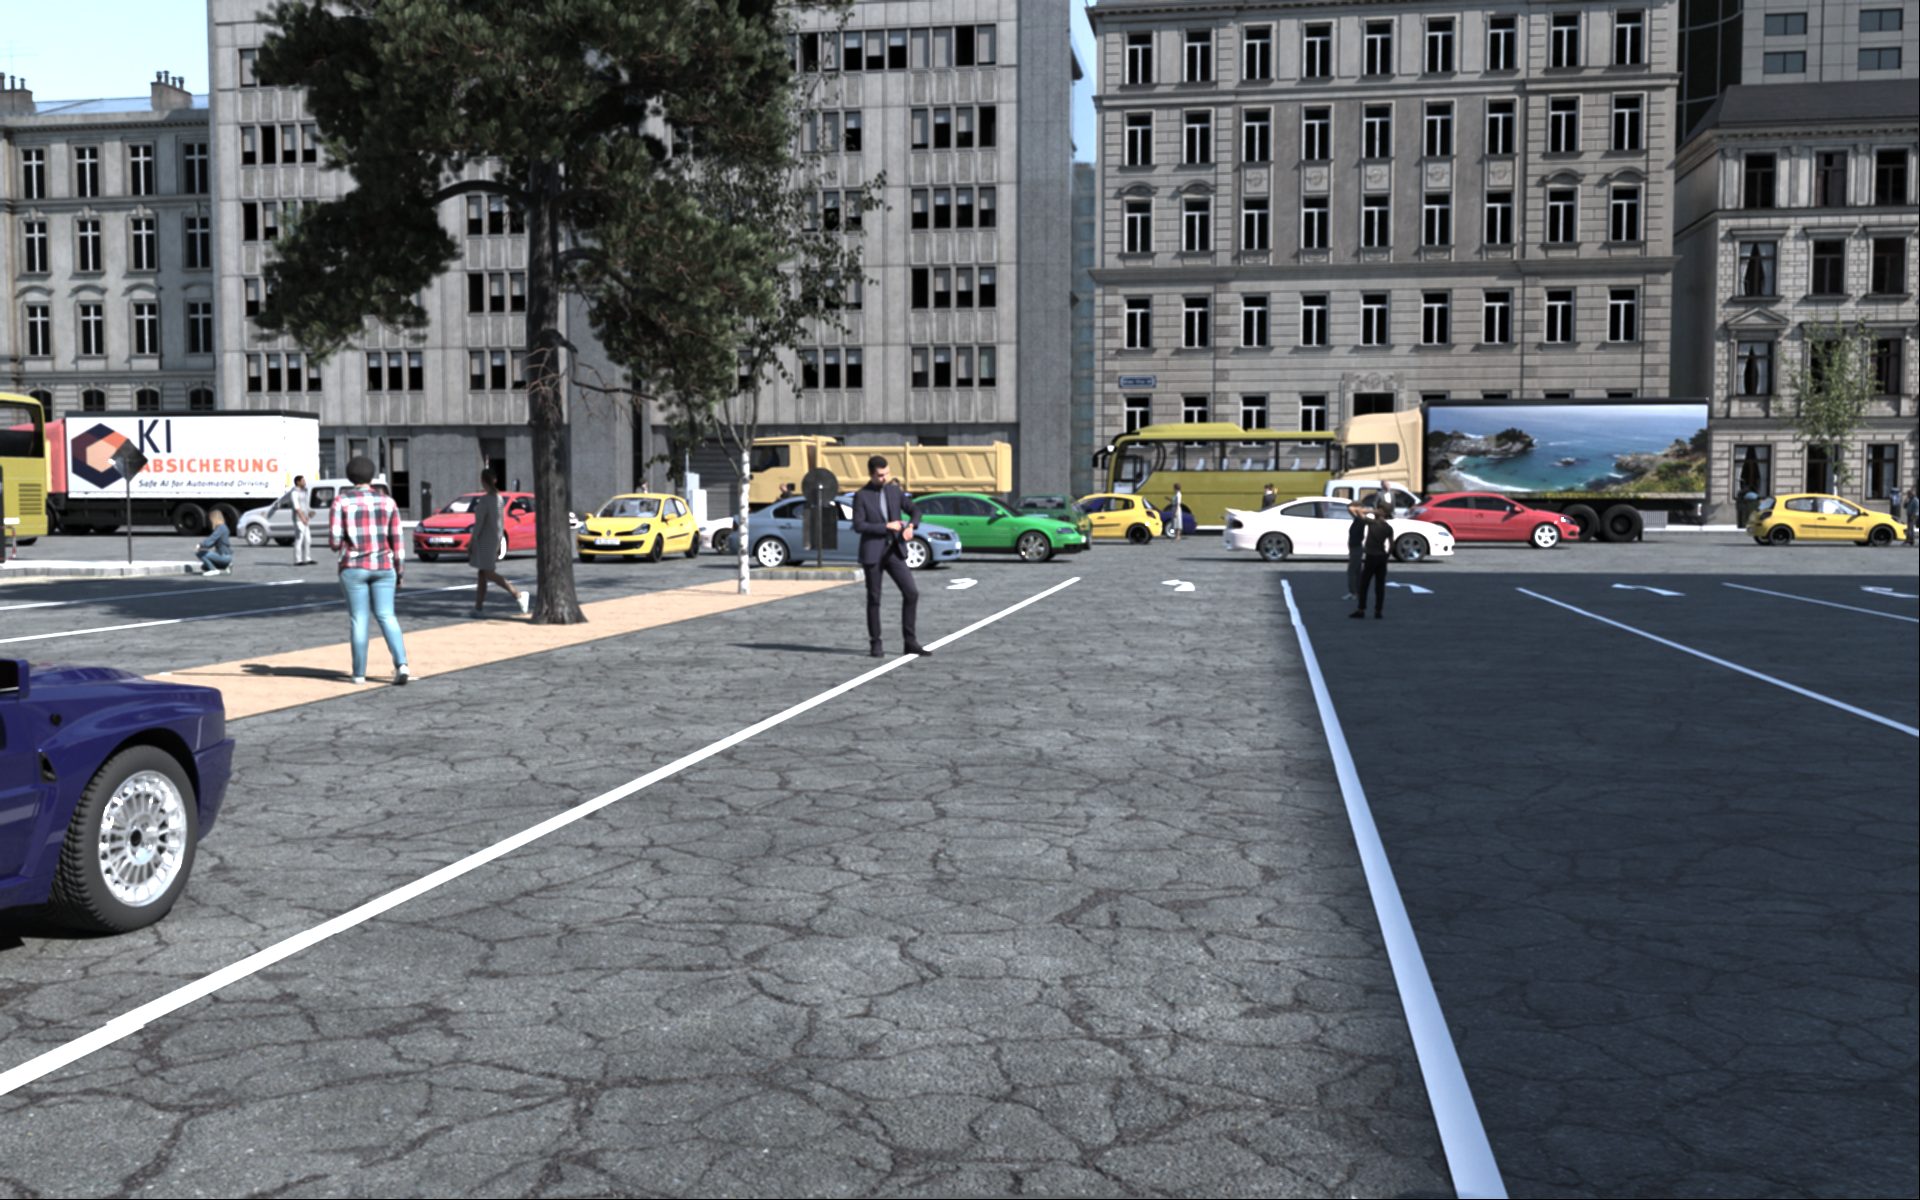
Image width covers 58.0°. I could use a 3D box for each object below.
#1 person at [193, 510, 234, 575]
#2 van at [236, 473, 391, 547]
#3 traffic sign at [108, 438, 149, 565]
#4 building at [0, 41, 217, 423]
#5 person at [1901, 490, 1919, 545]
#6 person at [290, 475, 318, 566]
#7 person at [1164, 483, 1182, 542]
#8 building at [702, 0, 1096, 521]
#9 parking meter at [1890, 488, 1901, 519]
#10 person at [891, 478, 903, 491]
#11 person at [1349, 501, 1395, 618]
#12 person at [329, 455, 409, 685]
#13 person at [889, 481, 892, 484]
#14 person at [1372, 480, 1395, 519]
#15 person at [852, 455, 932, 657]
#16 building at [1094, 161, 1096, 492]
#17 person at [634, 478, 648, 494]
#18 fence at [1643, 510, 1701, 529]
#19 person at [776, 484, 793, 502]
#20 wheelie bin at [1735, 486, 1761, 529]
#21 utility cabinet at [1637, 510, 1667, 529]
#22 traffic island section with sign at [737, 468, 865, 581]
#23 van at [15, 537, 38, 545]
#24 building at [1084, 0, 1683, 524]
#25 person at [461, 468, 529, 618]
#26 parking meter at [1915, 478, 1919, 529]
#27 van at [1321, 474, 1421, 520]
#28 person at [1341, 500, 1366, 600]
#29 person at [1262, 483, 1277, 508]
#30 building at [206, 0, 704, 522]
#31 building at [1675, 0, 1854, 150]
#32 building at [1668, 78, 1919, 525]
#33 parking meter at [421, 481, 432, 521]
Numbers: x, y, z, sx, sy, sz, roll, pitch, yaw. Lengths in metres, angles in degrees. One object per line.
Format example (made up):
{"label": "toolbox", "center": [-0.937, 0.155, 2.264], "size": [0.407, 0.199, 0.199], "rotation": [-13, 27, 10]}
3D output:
{"label": "person", "center": [-13.246, -1.013, 30.561], "size": [0.738, 1.151, 1.012], "rotation": [-1, 4, -8]}
{"label": "van", "center": [-17.637, -2.466, 47.327], "size": [4.112, 2.044, 2.013], "rotation": [1, 4, 9]}
{"label": "traffic sign", "center": [-15.032, -1.693, 31.320], "size": [0.795, 2.450, 0.064], "rotation": [1, 4, 10]}
{"label": "building", "center": [-51.254, -16.748, 92.921], "size": [34.723, 24.649, 14.460], "rotation": [1, 4, 10]}
{"label": "person", "center": [26.532, -2.299, 48.308], "size": [0.429, 1.552, 0.499], "rotation": [2, 4, 33]}
{"label": "person", "center": [-13.104, -1.587, 34.588], "size": [0.789, 1.805, 0.875], "rotation": [0, 4, 2]}
{"label": "person", "center": [6.428, -2.633, 52.112], "size": [0.524, 1.755, 0.480], "rotation": [0, 4, -2]}
{"label": "building", "center": [-3.940, -16.272, 84.064], "size": [19.932, 24.808, 12.078], "rotation": [1, 4, 10]}
{"label": "parking meter", "center": [37.394, -3.720, 69.228], "size": [0.372, 1.533, 0.369], "rotation": [0, 3, 0]}
{"label": "person", "center": [-1.496, -2.174, 43.887], "size": [0.795, 1.843, 0.661], "rotation": [-1, 4, -9]}
{"label": "person", "center": [4.766, -0.466, 20.030], "size": [0.435, 1.345, 0.340], "rotation": [-1, 4, -14]}
{"label": "person", "center": [-4.443, -0.224, 13.004], "size": [0.563, 1.720, 0.643], "rotation": [-2, 4, -35]}
{"label": "person", "center": [-2.119, -2.823, 54.518], "size": [0.709, 1.838, 0.599], "rotation": [-3, 4, -39]}
{"label": "person", "center": [10.226, -1.992, 41.473], "size": [0.661, 1.777, 0.834], "rotation": [-2, 4, -29]}
{"label": "person", "center": [-0.582, -0.383, 15.206], "size": [0.683, 1.767, 0.568], "rotation": [-2, 4, -30]}
{"label": "building", "center": [31.535, -38.200, 244.169], "size": [30.456, 49.044, 23.786], "rotation": [1, 4, 10]}
{"label": "person", "center": [-8.094, -2.201, 44.296], "size": [0.447, 1.846, 0.655], "rotation": [-1, 4, -10]}
{"label": "fence", "center": [25.949, -2.921, 63.126], "size": [2.069, 0.683, 0.278], "rotation": [1, 4, 14]}
{"label": "person", "center": [-5.263, -2.617, 51.983], "size": [0.565, 1.739, 0.600], "rotation": [2, 4, 24]}
{"label": "wheelie bin", "center": [29.157, -3.436, 64.091], "size": [0.693, 1.594, 0.980], "rotation": [-1, 4, -20]}
{"label": "utility cabinet", "center": [25.781, -3.262, 64.488], "size": [1.020, 1.237, 0.306], "rotation": [2, 4, 30]}
{"label": "traffic island section with sign", "center": [-2.542, -1.306, 29.486], "size": [2.006, 1.907, 1.989], "rotation": [1, 4, 10]}
{"label": "van", "center": [-28.039, -2.665, 47.953], "size": [5.245, 2.365, 2.240], "rotation": [1, 4, 11]}
{"label": "building", "center": [18.781, -17.271, 79.639], "size": [25.104, 27.353, 12.463], "rotation": [1, 4, 10]}
{"label": "person", "center": [-5.412, -0.663, 20.088], "size": [0.760, 1.731, 0.466], "rotation": [-1, 4, -19]}
{"label": "parking meter", "center": [35.884, -3.599, 64.550], "size": [0.399, 1.863, 0.255], "rotation": [0, 4, -4]}
{"label": "van", "center": [12.457, -2.633, 50.053], "size": [4.112, 2.044, 2.013], "rotation": [1, 4, 9]}
{"label": "person", "center": [5.350, -0.682, 23.560], "size": [0.340, 1.345, 0.435], "rotation": [0, 4, 8]}
{"label": "person", "center": [8.232, -2.261, 46.275], "size": [0.445, 1.727, 0.742], "rotation": [1, 4, 19]}
{"label": "building", "center": [-24.410, -16.381, 85.851], "size": [19.932, 24.808, 12.078], "rotation": [1, 4, 10]}
{"label": "building", "center": [59.935, -42.588, 134.562], "size": [20.563, 71.187, 20.611], "rotation": [1, 4, 10]}
{"label": "building", "center": [40.966, -12.861, 74.913], "size": [19.286, 19.102, 10.561], "rotation": [1, 4, 10]}
{"label": "parking meter", "center": [-23.829, -4.382, 77.350], "size": [0.399, 1.863, 0.255], "rotation": [1, 4, 10]}
